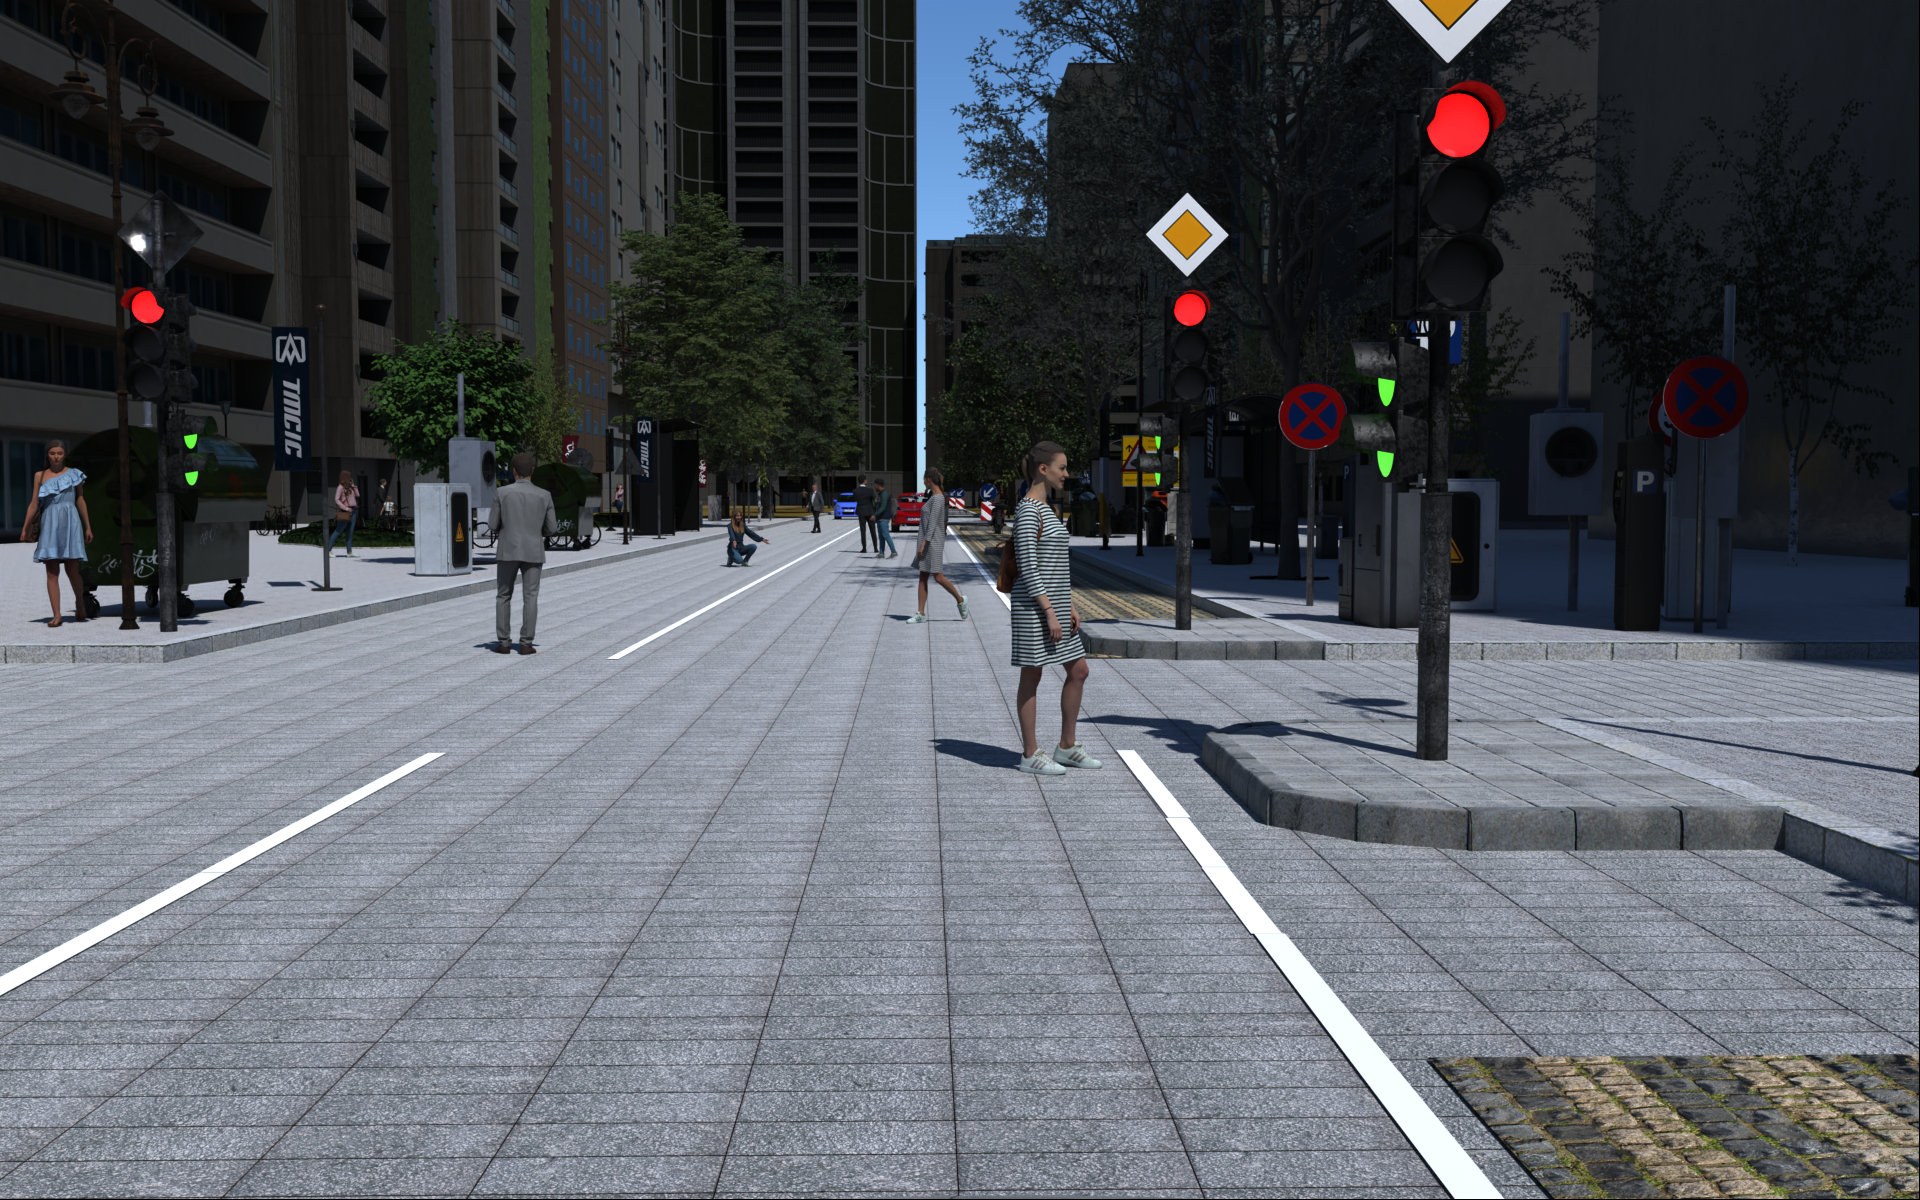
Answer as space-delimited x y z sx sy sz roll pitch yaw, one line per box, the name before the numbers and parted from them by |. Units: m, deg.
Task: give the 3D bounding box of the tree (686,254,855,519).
tree | -10.161 -11.247 90.537 9.857 13.997 8.962 0 3 0

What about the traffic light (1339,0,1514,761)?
traffic light | 2.271 -1.184 8.284 0.839 4.253 0.868 0 4 -1

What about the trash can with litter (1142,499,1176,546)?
trash can with litter | 4.892 -1.906 42.552 0.624 1.170 1.055 3 4 38

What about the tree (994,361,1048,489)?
tree | 3.293 -8.337 86.667 4.737 8.622 4.395 0 3 0

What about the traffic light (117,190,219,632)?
traffic light | -7.365 -1.659 16.042 0.839 4.253 0.868 0 4 -1

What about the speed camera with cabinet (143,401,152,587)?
speed camera with cabinet | -11.427 -1.858 24.715 0.660 3.252 2.038 0 4 0

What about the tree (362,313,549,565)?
tree | -9.159 -2.933 31.663 4.285 4.588 4.351 0 3 0

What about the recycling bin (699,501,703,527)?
recycling bin | -10.531 -3.365 67.568 0.722 1.027 0.722 3 5 41

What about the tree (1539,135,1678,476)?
tree | 14.397 -5.251 36.218 4.360 8.622 3.978 0 3 0

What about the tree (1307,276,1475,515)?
tree | 13.997 -6.403 55.052 4.360 8.622 3.978 0 3 0

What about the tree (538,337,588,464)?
tree | -19.760 -7.928 79.988 4.737 8.622 4.395 0 3 0

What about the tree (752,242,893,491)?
tree | -11.366 -16.916 132.468 12.611 20.169 13.585 0 3 0

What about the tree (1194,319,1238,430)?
tree | 11.822 -7.315 69.960 4.360 8.622 3.978 0 3 0

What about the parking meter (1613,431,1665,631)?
parking meter | 6.355 -0.644 16.246 0.399 1.863 0.255 0 4 1

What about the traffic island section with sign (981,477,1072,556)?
traffic island section with sign | 1.590 -1.979 40.987 1.989 1.847 2.006 0 4 -1

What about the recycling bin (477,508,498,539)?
recycling bin | -13.383 -2.255 49.423 0.722 1.027 0.722 -1 4 -9

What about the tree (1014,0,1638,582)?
tree | 4.908 -7.055 25.714 12.009 13.543 11.850 0 3 0

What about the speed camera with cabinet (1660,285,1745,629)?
speed camera with cabinet | 7.350 -1.400 17.226 0.660 3.252 2.038 1 4 19

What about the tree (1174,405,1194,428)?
tree | 12.571 -8.291 85.925 4.360 8.622 3.978 0 3 0

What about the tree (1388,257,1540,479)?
tree | 14.039 -6.061 49.455 4.737 8.622 4.395 0 3 0

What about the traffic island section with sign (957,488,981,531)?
traffic island section with sign | 0.986 -3.627 67.936 1.989 1.847 2.006 0 4 -1

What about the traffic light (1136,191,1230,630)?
traffic light | 2.093 -1.673 16.267 0.839 4.253 0.868 0 4 -1

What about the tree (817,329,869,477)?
tree | -10.016 -12.144 116.673 7.486 12.596 7.792 0 3 0

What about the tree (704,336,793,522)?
tree | -9.424 -7.887 79.307 4.737 8.622 4.395 0 3 0

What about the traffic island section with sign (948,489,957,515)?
traffic island section with sign | -0.123 -6.696 118.112 1.989 1.847 2.006 0 4 -1

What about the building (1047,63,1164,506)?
building | 20.761 -35.184 198.953 21.600 48.544 21.300 0 4 -1

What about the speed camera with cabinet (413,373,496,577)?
speed camera with cabinet | -8.083 -2.046 27.790 0.660 3.252 2.038 0 4 7

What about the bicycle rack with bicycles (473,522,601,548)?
bicycle rack with bicycles | -10.201 -1.759 42.146 2.925 0.926 2.852 0 4 -3

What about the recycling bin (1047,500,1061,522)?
recycling bin | 3.676 -3.502 69.816 0.722 1.027 0.722 1 4 19

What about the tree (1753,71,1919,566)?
tree | 14.729 -4.890 30.314 4.360 8.622 3.978 0 3 0

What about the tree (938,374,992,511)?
tree | 2.245 -12.531 130.639 9.928 11.665 9.643 0 3 0

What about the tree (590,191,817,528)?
tree | -9.896 -8.983 64.992 7.486 12.596 7.792 0 3 0

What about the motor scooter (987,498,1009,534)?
motor scooter | 1.370 -3.038 62.442 0.815 1.314 1.986 0 4 -1

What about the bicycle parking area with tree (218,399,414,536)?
bicycle parking area with tree | -19.608 -3.989 52.215 8.231 4.147 9.016 1 4 13

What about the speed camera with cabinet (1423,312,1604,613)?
speed camera with cabinet | 5.874 -1.499 18.845 2.038 3.252 0.660 0 4 8

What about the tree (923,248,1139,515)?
tree | 3.386 -9.846 77.985 9.611 12.733 9.660 0 3 0

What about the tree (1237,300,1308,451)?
tree | 12.842 -6.859 62.501 4.360 8.622 3.978 0 3 0

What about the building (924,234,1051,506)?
building | 2.990 -25.923 195.538 14.107 30.474 14.160 0 4 -1

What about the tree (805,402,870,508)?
tree | -11.931 -14.137 165.551 8.767 10.594 7.601 3 4 38

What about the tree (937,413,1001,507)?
tree | 1.340 -15.264 167.688 7.486 12.596 7.792 0 3 0

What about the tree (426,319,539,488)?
tree | -20.348 -7.422 71.717 4.737 8.622 4.395 0 3 0
